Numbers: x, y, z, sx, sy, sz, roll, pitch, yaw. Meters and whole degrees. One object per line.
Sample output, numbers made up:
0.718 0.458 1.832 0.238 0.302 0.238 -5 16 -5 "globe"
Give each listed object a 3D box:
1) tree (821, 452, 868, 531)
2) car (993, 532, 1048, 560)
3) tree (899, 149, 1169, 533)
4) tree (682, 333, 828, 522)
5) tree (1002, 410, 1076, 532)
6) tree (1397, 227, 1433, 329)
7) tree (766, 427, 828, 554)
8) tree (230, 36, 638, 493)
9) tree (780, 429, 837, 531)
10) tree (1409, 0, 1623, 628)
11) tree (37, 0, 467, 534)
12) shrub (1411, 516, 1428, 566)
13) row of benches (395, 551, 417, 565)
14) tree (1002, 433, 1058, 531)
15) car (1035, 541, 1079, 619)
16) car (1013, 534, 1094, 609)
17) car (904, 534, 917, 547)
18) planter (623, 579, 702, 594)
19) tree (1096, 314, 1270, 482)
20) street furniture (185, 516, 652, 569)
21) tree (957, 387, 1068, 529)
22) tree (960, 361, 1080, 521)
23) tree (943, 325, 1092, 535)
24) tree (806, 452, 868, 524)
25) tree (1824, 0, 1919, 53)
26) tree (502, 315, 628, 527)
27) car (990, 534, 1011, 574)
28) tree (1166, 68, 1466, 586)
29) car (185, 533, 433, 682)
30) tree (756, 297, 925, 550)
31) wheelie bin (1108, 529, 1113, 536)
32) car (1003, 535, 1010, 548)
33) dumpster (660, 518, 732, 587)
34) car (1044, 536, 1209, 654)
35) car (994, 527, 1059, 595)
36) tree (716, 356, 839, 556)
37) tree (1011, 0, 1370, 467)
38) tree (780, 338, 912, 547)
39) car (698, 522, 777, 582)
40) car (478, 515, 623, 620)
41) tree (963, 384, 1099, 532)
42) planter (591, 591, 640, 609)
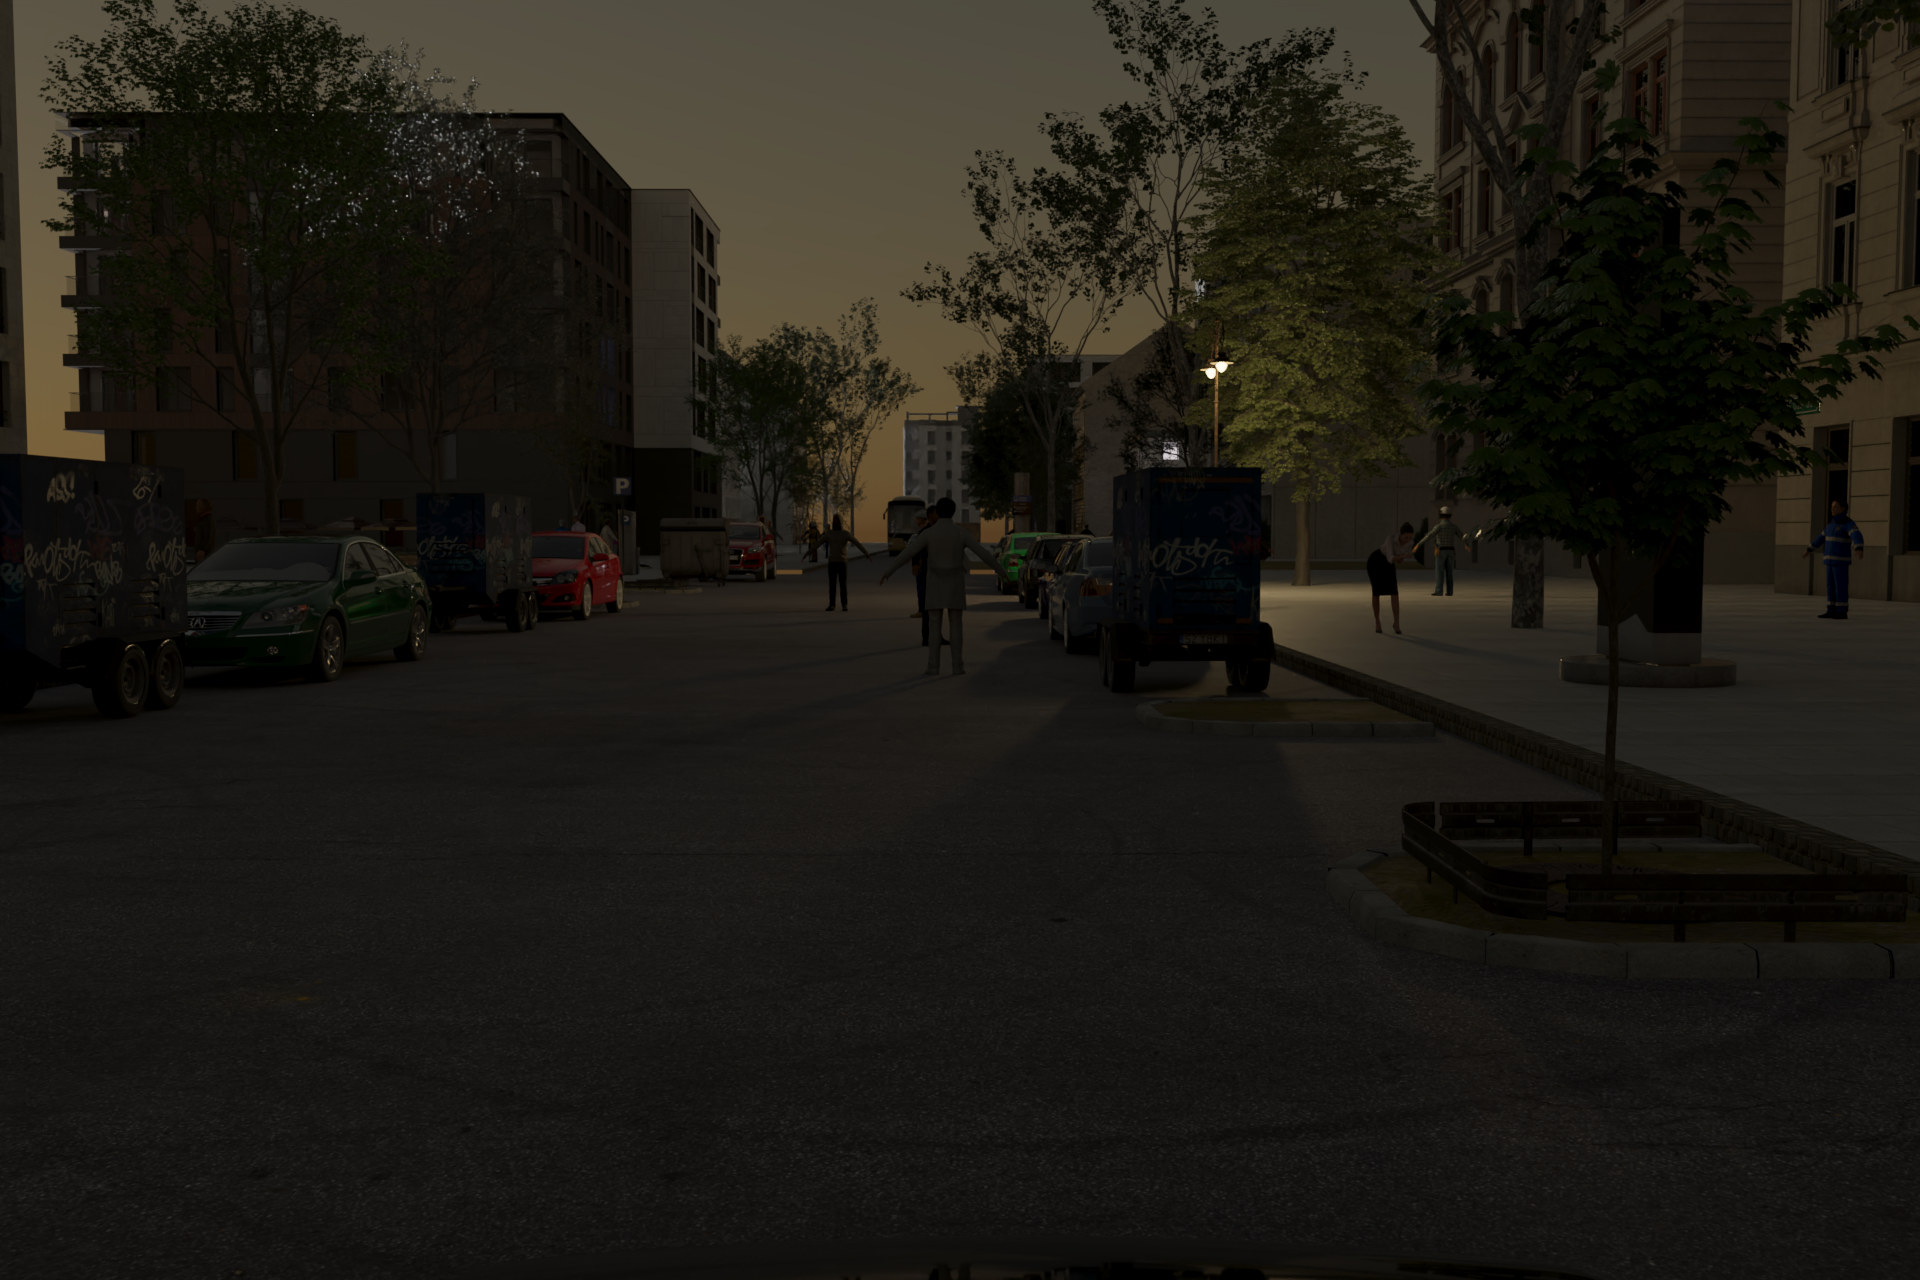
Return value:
-11.137 -12.534 155.297 4.360 8.622 3.978 0 3 0 "tree"
1.992 -2.326 47.066 2.155 1.783 4.494 0 4 -1 "car"
3.179 -14.146 87.180 12.611 20.169 13.585 0 3 0 "tree"
-10.446 -10.036 89.837 9.928 11.665 9.643 0 3 0 "tree"
4.202 -9.238 101.400 4.360 8.622 3.978 0 3 0 "tree"
24.928 -13.723 80.258 12.611 20.169 13.585 0 3 0 "tree"
-10.045 -9.712 109.157 4.360 8.622 3.978 0 3 0 "tree"
-13.553 -8.171 43.974 12.009 13.543 11.850 0 3 0 "tree"
-10.077 -10.160 116.474 4.360 8.622 3.978 0 3 0 "tree"
6.936 -10.303 24.348 12.611 20.169 13.585 0 3 0 "tree"
-13.103 -6.542 32.712 9.928 11.665 9.643 0 3 0 "tree"
18.766 -3.979 69.099 1.661 2.075 1.752 0 3 0 "shrub"
-18.442 -2.853 62.106 4.104 0.672 1.422 -2 4 -31 "row of benches"
4.443 -10.385 120.156 4.360 8.622 3.978 0 3 0 "tree"
2.228 -0.951 28.130 1.945 1.354 3.894 0 4 -2 "car"
2.077 -1.525 34.722 2.009 1.686 4.222 0 4 0 "car"
-2.160 -5.341 99.120 2.131 1.459 4.920 0 4 -2 "car"
-7.391 -1.306 42.498 1.991 0.319 1.994 0 4 1 "planter"
9.738 -8.514 73.613 7.601 10.594 8.767 2 4 26 "tree"
-23.510 -4.072 71.603 27.439 1.986 14.083 1 4 9 "street furniture"
4.472 -14.413 142.304 9.857 13.997 8.962 0 3 0 "tree"
4.642 -13.621 129.354 9.857 13.997 8.962 0 3 0 "tree"
5.152 -18.422 157.084 12.611 20.169 13.585 0 3 0 "tree"
-18.911 -21.230 257.483 12.009 13.543 11.850 0 3 0 "tree"
8.465 -5.570 9.202 7.486 12.596 7.792 0 3 0 "tree"
-12.768 -6.586 58.045 4.360 8.622 3.978 0 3 0 "tree"
2.095 -3.179 61.770 2.009 1.686 4.222 0 4 -1 "car"
8.755 -7.637 42.984 7.486 12.596 7.792 0 3 0 "tree"
-7.004 -0.394 18.237 2.131 1.459 4.920 0 4 -1 "car"
-9.506 -17.235 137.679 12.611 20.169 13.585 0 3 0 "tree"
5.213 -3.056 57.882 0.693 1.594 0.980 0 3 0 "wheelie bin"
2.048 -2.593 52.625 2.015 1.641 3.980 0 3 0 "car"
-7.233 -2.392 47.318 1.865 1.857 1.264 0 4 0 "dumpster"
2.103 -0.614 22.037 2.014 1.417 4.499 0 4 -1 "car"
1.835 -2.051 42.325 1.959 1.807 4.718 0 4 -1 "car"
-10.783 -10.717 100.983 9.928 11.665 9.643 0 3 0 "tree"
6.619 -12.397 58.585 12.611 20.169 13.585 0 3 0 "tree"
-11.922 -19.132 168.701 12.611 20.169 13.585 0 3 0 "tree"
-6.829 -2.735 53.384 2.281 1.827 5.304 0 4 -1 "car"
-7.079 -1.289 30.123 2.155 1.783 4.494 0 3 0 "car"
4.377 -10.659 108.685 8.767 10.594 7.601 0 4 -1 "tree"
-7.410 -0.800 34.217 1.991 0.319 1.994 0 3 0 "planter"
